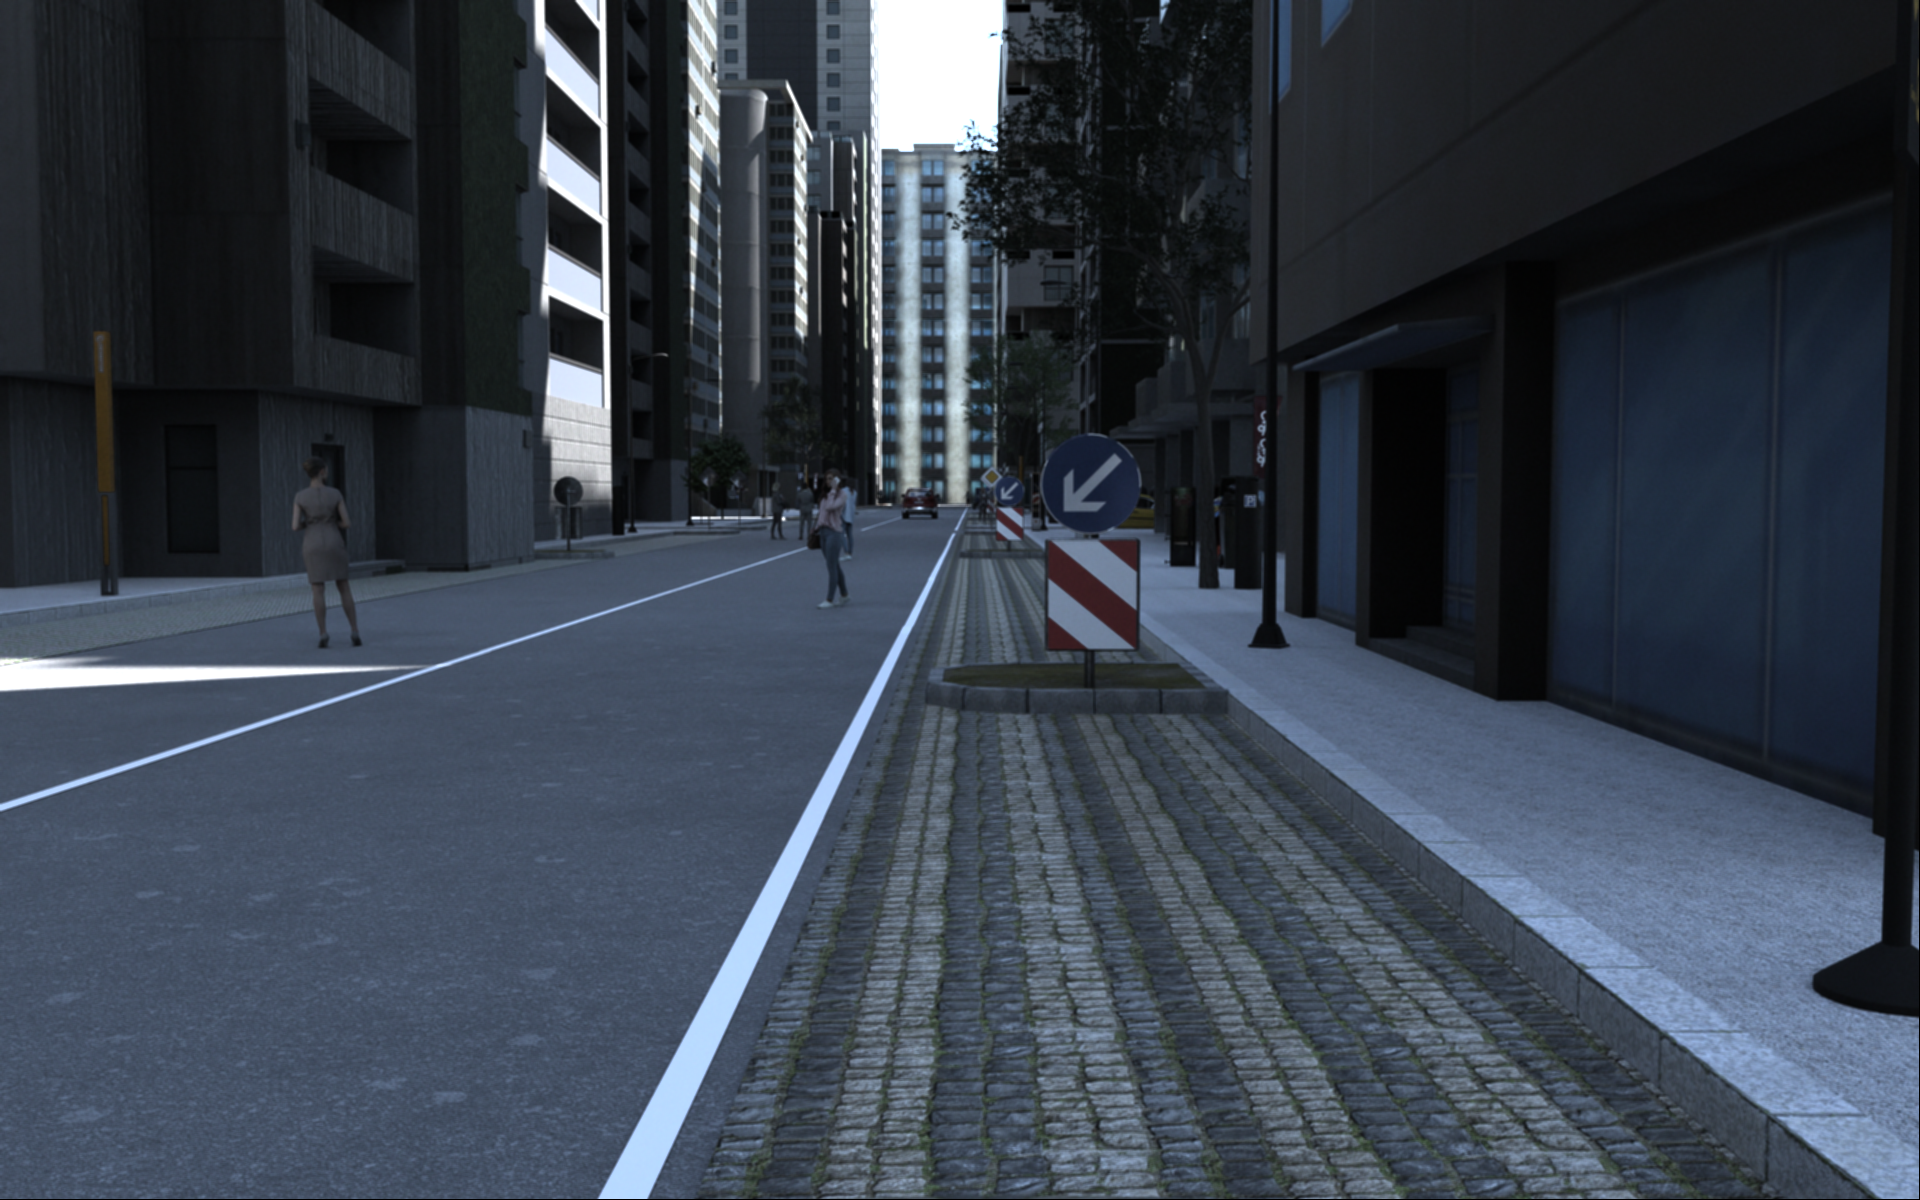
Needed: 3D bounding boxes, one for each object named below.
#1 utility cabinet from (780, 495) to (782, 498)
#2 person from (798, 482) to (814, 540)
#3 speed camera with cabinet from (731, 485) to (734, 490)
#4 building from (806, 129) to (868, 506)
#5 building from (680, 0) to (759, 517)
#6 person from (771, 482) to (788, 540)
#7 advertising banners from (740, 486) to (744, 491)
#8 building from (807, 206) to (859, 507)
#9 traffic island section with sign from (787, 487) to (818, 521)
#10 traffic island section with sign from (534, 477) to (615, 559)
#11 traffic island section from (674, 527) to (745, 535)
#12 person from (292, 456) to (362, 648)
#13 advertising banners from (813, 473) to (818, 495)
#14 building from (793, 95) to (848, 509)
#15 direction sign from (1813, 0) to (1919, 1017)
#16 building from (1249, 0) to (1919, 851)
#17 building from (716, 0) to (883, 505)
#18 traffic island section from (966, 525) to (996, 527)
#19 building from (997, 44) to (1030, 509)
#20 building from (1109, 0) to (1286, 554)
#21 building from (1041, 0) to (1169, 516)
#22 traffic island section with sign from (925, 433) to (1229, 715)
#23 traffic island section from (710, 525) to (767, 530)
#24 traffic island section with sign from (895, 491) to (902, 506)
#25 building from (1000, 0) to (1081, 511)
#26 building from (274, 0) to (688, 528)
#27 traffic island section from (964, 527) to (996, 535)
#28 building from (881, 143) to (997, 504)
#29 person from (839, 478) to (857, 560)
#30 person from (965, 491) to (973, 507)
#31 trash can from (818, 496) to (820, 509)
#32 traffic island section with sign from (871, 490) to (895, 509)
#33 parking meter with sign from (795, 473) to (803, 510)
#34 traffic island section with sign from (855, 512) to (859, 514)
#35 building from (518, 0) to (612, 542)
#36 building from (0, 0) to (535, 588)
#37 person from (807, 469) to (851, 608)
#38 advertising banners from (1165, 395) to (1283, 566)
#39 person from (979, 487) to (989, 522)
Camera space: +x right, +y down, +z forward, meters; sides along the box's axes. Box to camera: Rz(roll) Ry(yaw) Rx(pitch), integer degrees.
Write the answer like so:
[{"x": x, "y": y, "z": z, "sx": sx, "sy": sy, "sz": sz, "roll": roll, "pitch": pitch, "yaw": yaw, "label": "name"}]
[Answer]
[{"x": -15.294, "y": -8.110, "z": 143.766, "sx": 1.020, "sy": 1.237, "sz": 0.306, "roll": 1, "pitch": 4, "yaw": 14, "label": "utility cabinet"}, {"x": -4.856, "y": -2.808, "z": 54.594, "sx": 0.511, "sy": 1.800, "sz": 0.466, "roll": -1, "pitch": 4, "yaw": -10, "label": "person"}, {"x": -16.767, "y": -8.557, "z": 134.238, "sx": 2.038, "sy": 3.252, "sz": 0.660, "roll": 0, "pitch": 4, "yaw": 5, "label": "speed camera with cabinet"}, {"x": -17.583, "y": -30.928, "z": 189.272, "sx": 14.154, "sy": 41.232, "sz": 14.086, "roll": 0, "pitch": 4, "yaw": 0, "label": "building"}, {"x": -27.631, "y": -25.193, "z": 103.789, "sx": 32.217, "sy": 40.220, "sz": 23.993, "roll": 0, "pitch": 4, "yaw": 0, "label": "building"}, {"x": -5.710, "y": -2.806, "z": 54.564, "sx": 0.526, "sy": 1.800, "sz": 0.537, "roll": -1, "pitch": 4, "yaw": -10, "label": "person"}, {"x": -16.161, "y": -8.383, "z": 133.250, "sx": 2.074, "sy": 3.025, "sz": 0.090, "roll": -2, "pitch": 4, "yaw": -32, "label": "advertising banners"}, {"x": -17.809, "y": -24.699, "z": 175.531, "sx": 14.160, "sy": 30.474, "sz": 14.107, "roll": 0, "pitch": 4, "yaw": 0, "label": "building"}, {"x": -8.346, "y": -5.230, "z": 94.146, "sx": 1.989, "sy": 1.847, "sz": 2.006, "roll": 0, "pitch": 4, "yaw": 0, "label": "traffic island section with sign"}, {"x": -8.795, "y": -1.834, "z": 38.606, "sx": 1.989, "sy": 1.847, "sz": 2.006, "roll": 0, "pitch": 4, "yaw": 0, "label": "traffic island section with sign"}, {"x": -8.936, "y": -2.402, "z": 61.561, "sx": 2.009, "sy": 0.180, "sz": 2.903, "roll": 0, "pitch": 4, "yaw": 0, "label": "traffic island section"}, {"x": -5.910, "y": -0.448, "z": 16.162, "sx": 0.599, "sy": 1.781, "sz": 0.374, "roll": -1, "pitch": 4, "yaw": -23, "label": "person"}, {"x": -12.457, "y": -8.951, "z": 142.540, "sx": 2.074, "sy": 3.025, "sz": 0.090, "roll": 2, "pitch": 4, "yaw": 34, "label": "advertising banners"}, {"x": -26.643, "y": -28.404, "z": 156.289, "sx": 32.217, "sy": 40.220, "sz": 23.993, "roll": 0, "pitch": 4, "yaw": 0, "label": "building"}, {"x": 2.389, "y": -0.754, "z": 4.320, "sx": 0.379, "sy": 3.537, "sz": 0.876, "roll": 2, "pitch": 4, "yaw": 35, "label": "direction sign"}, {"x": 10.042, "y": -22.060, "z": 10.797, "sx": 14.600, "sy": 45.320, "sz": 14.200, "roll": 0, "pitch": 4, "yaw": 0, "label": "building"}, {"x": -20.220, "y": -47.136, "z": 208.920, "sx": 20.611, "sy": 71.187, "sz": 20.563, "roll": 0, "pitch": 4, "yaw": 0, "label": "building"}, {"x": 1.219, "y": -2.886, "z": 69.460, "sx": 2.009, "sy": 0.180, "sz": 2.903, "roll": 0, "pitch": 4, "yaw": 0, "label": "traffic island section"}, {"x": 14.620, "y": -34.032, "z": 180.132, "sx": 21.300, "sy": 48.544, "sz": 21.600, "roll": 0, "pitch": 4, "yaw": 0, "label": "building"}, {"x": 16.537, "y": -26.015, "z": 44.954, "sx": 23.786, "sy": 49.044, "sz": 30.456, "roll": 0, "pitch": 4, "yaw": 0, "label": "building"}, {"x": 15.093, "y": -39.997, "z": 92.200, "sx": 20.563, "sy": 71.187, "sz": 20.611, "roll": 0, "pitch": 4, "yaw": 0, "label": "building"}, {"x": 0.761, "y": -0.215, "z": 12.151, "sx": 1.989, "sy": 1.847, "sz": 2.006, "roll": 0, "pitch": 4, "yaw": 0, "label": "traffic island section with sign"}, {"x": -8.872, "y": -2.891, "z": 69.546, "sx": 2.009, "sy": 0.180, "sz": 2.903, "roll": 0, "pitch": 4, "yaw": 0, "label": "traffic island section"}, {"x": -7.501, "y": -11.662, "z": 199.304, "sx": 1.989, "sy": 1.847, "sz": 2.006, "roll": 0, "pitch": 4, "yaw": 0, "label": "traffic island section with sign"}, {"x": 16.631, "y": -32.822, "z": 125.886, "sx": 28.713, "sy": 52.752, "sz": 27.495, "roll": 0, "pitch": 4, "yaw": 0, "label": "building"}, {"x": -20.357, "y": -18.674, "z": 77.027, "sx": 14.160, "sy": 30.474, "sz": 14.107, "roll": 0, "pitch": 4, "yaw": 0, "label": "building"}, {"x": 1.155, "y": -2.397, "z": 61.475, "sx": 2.009, "sy": 0.180, "sz": 2.903, "roll": 0, "pitch": 4, "yaw": 0, "label": "traffic island section"}, {"x": -3.587, "y": -37.873, "z": 238.830, "sx": 30.456, "sy": 49.044, "sz": 23.786, "roll": 0, "pitch": 4, "yaw": 0, "label": "building"}, {"x": -2.452, "y": -1.764, "z": 37.613, "sx": 0.793, "sy": 1.790, "sz": 0.793, "roll": 0, "pitch": 4, "yaw": 1, "label": "person"}, {"x": 0.919, "y": -11.037, "z": 189.734, "sx": 0.721, "sy": 1.735, "sz": 1.217, "roll": -3, "pitch": 5, "yaw": -44, "label": "person"}, {"x": -11.062, "y": -7.754, "z": 138.434, "sx": 0.748, "sy": 1.137, "sz": 0.748, "roll": 0, "pitch": 3, "yaw": 0, "label": "trash can"}, {"x": -7.732, "y": -9.953, "z": 171.362, "sx": 1.989, "sy": 1.847, "sz": 2.006, "roll": 0, "pitch": 4, "yaw": 0, "label": "traffic island section with sign"}, {"x": -13.054, "y": -8.855, "z": 141.046, "sx": 0.543, "sy": 3.016, "sz": 1.738, "roll": 0, "pitch": 4, "yaw": 5, "label": "parking meter with sign"}, {"x": -8.134, "y": -6.914, "z": 121.667, "sx": 1.989, "sy": 1.847, "sz": 2.006, "roll": 0, "pitch": 4, "yaw": 0, "label": "traffic island section with sign"}, {"x": -25.301, "y": -31.067, "z": 49.950, "sx": 28.212, "sy": 58.520, "sz": 21.231, "roll": 0, "pitch": 4, "yaw": 0, "label": "building"}, {"x": -16.022, "y": -15.718, "z": 28.693, "sx": 14.160, "sy": 30.474, "sz": 14.107, "roll": 0, "pitch": 4, "yaw": 0, "label": "building"}, {"x": -1.587, "y": -0.784, "z": 21.904, "sx": 0.643, "sy": 1.750, "sz": 0.593, "roll": -2, "pitch": 4, "yaw": -35, "label": "person"}, {"x": 4.675, "y": -2.109, "z": 30.671, "sx": 2.074, "sy": 3.025, "sz": 0.090, "roll": 0, "pitch": 4, "yaw": -3, "label": "advertising banners"}, {"x": 1.227, "y": -4.892, "z": 88.660, "sx": 0.537, "sy": 1.800, "sz": 0.526, "roll": 0, "pitch": 4, "yaw": 8, "label": "person"}]
